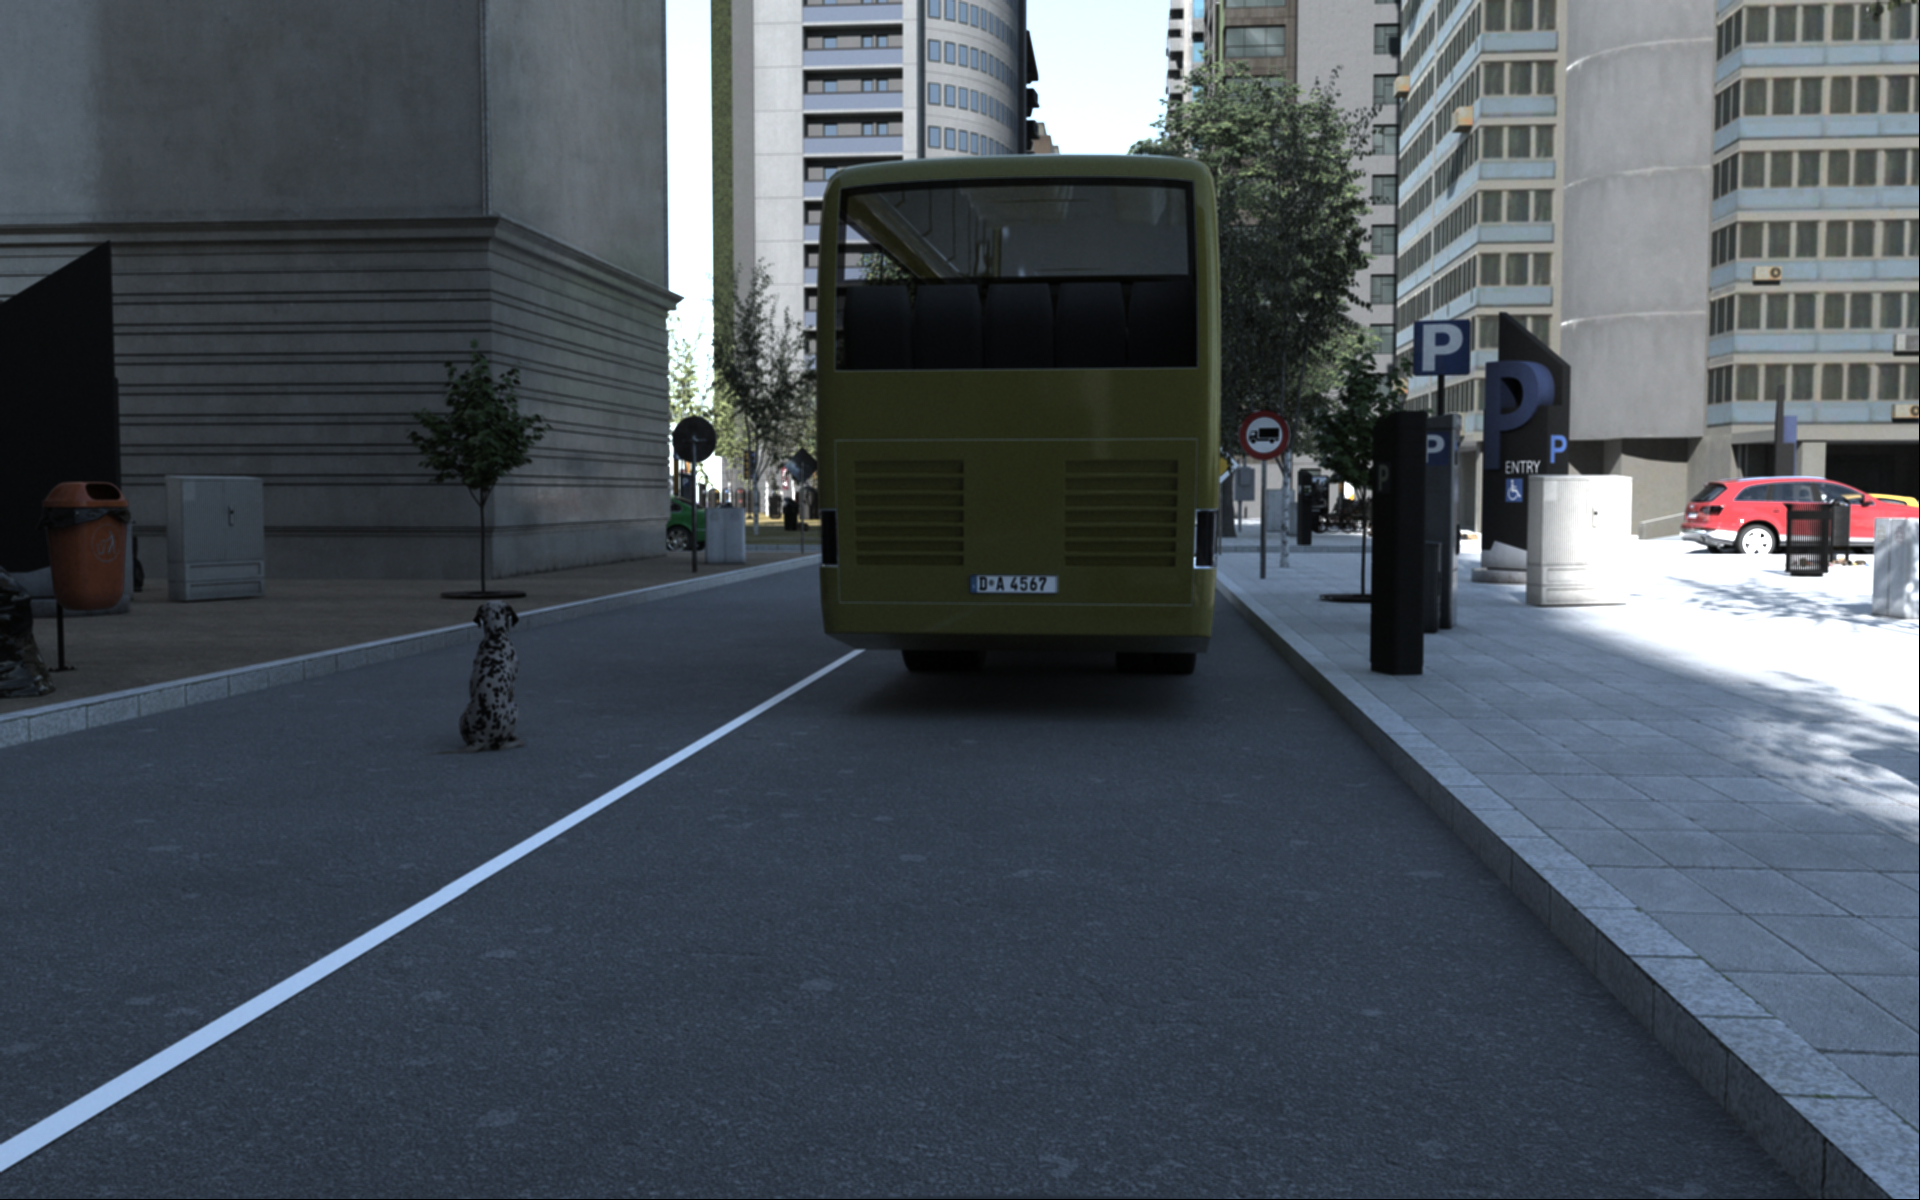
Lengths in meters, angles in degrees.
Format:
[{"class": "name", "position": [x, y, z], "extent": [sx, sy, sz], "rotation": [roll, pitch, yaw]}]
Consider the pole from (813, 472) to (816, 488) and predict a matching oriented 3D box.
[{"class": "pole", "position": [-9.097, -6.993, 108.179], "extent": [0.158, 3.312, 0.155], "rotation": [0, 3, 0]}]

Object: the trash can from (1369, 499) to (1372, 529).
[{"class": "trash can", "position": [13.353, -2.652, 55.015], "extent": [0.748, 1.137, 0.748], "rotation": [0, 3, 0]}]

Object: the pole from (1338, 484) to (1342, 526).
[{"class": "pole", "position": [15.221, -4.603, 69.094], "extent": [0.158, 3.312, 0.155], "rotation": [0, 3, 0]}]

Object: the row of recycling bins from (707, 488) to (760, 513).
[{"class": "row of recycling bins", "position": [-15.358, -6.743, 117.363], "extent": [3.534, 1.692, 1.069], "rotation": [-1, 4, -17]}]

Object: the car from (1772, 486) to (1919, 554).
[{"class": "car", "position": [20.351, -1.828, 40.108], "extent": [3.980, 1.641, 2.015], "rotation": [0, 4, 7]}]

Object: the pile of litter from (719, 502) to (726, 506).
[{"class": "pile of litter", "position": [-13.397, -5.126, 97.781], "extent": [1.719, 0.858, 1.176], "rotation": [0, 4, -3]}]

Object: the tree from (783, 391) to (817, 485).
[{"class": "tree", "position": [-10.089, -10.198, 117.107], "extent": [4.737, 8.622, 4.395], "rotation": [0, 3, 0]}]

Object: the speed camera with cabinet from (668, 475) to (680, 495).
[{"class": "speed camera with cabinet", "position": [-13.558, -5.443, 83.328], "extent": [2.038, 3.252, 0.660], "rotation": [3, 5, 43]}]

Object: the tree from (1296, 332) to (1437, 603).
[{"class": "tree", "position": [4.797, -1.609, 20.905], "extent": [1.663, 3.219, 1.824], "rotation": [0, 3, 0]}]

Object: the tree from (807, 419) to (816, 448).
[{"class": "tree", "position": [-1.292, -9.283, 68.790], "extent": [9.611, 12.733, 9.660], "rotation": [0, 3, 0]}]

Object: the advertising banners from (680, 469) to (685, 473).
[{"class": "advertising banners", "position": [-20.155, -7.668, 121.563], "extent": [2.074, 3.025, 0.090], "rotation": [0, 4, 3]}]

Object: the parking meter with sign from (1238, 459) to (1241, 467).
[{"class": "parking meter with sign", "position": [12.982, -5.471, 85.714], "extent": [1.738, 3.016, 0.543], "rotation": [1, 4, 16]}]

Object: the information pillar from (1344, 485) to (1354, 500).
[{"class": "information pillar", "position": [19.214, -5.761, 85.553], "extent": [0.504, 3.616, 0.183], "rotation": [3, 5, 39]}]

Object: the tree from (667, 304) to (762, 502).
[{"class": "tree", "position": [-10.258, -7.103, 66.490], "extent": [4.737, 8.622, 4.395], "rotation": [0, 3, 0]}]

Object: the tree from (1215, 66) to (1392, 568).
[{"class": "tree", "position": [5.588, -4.885, 30.232], "extent": [4.360, 8.622, 3.978], "rotation": [0, 3, 0]}]

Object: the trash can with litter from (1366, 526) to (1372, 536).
[{"class": "trash can with litter", "position": [12.912, -2.524, 52.648], "extent": [1.055, 1.170, 0.624], "rotation": [-2, 4, -26]}]

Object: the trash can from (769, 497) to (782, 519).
[{"class": "trash can", "position": [-9.547, -4.762, 89.512], "extent": [0.748, 1.137, 0.748], "rotation": [0, 3, 0]}]

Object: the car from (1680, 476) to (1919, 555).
[{"class": "car", "position": [18.671, -1.794, 38.002], "extent": [5.304, 1.827, 2.281], "rotation": [0, 4, 4]}]

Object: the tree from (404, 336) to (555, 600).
[{"class": "tree", "position": [-6.071, -1.644, 21.477], "extent": [1.663, 3.219, 1.824], "rotation": [0, 3, 0]}]

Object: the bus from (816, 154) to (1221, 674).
[{"class": "bus", "position": [1.067, -1.541, 16.734], "extent": [2.896, 3.916, 12.252], "rotation": [0, 4, 7]}]

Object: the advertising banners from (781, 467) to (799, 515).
[{"class": "advertising banners", "position": [-10.192, -6.801, 107.377], "extent": [2.074, 3.025, 0.090], "rotation": [2, 4, 24]}]

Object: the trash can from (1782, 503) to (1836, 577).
[{"class": "trash can", "position": [13.189, -0.935, 26.944], "extent": [0.748, 1.137, 0.748], "rotation": [0, 3, 0]}]

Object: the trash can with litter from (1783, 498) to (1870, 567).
[{"class": "trash can with litter", "position": [15.494, -1.228, 31.142], "extent": [2.233, 1.210, 1.678], "rotation": [-2, 4, -32]}]

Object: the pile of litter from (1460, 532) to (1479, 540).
[{"class": "pile of litter", "position": [14.016, -2.134, 48.849], "extent": [1.176, 0.858, 1.719], "rotation": [0, 4, 8]}]

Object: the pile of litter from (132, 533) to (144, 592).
[{"class": "pile of litter", "position": [-11.334, -0.542, 22.819], "extent": [1.176, 0.858, 1.719], "rotation": [0, 4, -7]}]

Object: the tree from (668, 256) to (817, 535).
[{"class": "tree", "position": [-6.191, -6.315, 53.609], "extent": [4.360, 8.622, 3.978], "rotation": [0, 3, 0]}]

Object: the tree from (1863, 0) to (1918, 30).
[{"class": "tree", "position": [7.831, -3.726, 11.286], "extent": [4.360, 8.622, 3.978], "rotation": [0, 3, 0]}]

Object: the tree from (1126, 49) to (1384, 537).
[{"class": "tree", "position": [7.994, -8.853, 51.403], "extent": [9.857, 13.997, 8.962], "rotation": [0, 3, 0]}]

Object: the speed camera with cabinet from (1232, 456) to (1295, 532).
[{"class": "speed camera with cabinet", "position": [10.301, -3.941, 58.777], "extent": [2.038, 3.252, 0.660], "rotation": [0, 4, -2]}]

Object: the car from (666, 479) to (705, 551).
[{"class": "car", "position": [-8.001, -2.047, 42.259], "extent": [4.718, 1.807, 1.959], "rotation": [0, 4, 5]}]

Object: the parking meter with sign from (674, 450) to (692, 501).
[{"class": "parking meter with sign", "position": [-9.616, -3.981, 61.344], "extent": [0.543, 3.016, 1.738], "rotation": [0, 4, 7]}]

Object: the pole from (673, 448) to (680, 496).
[{"class": "pole", "position": [-10.160, -4.171, 62.041], "extent": [0.158, 3.312, 0.155], "rotation": [0, 3, 0]}]

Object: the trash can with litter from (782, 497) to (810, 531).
[{"class": "trash can with litter", "position": [-5.692, -3.004, 60.497], "extent": [1.055, 1.170, 0.624], "rotation": [2, 4, 33]}]

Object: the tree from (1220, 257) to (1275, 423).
[{"class": "tree", "position": [9.081, -8.769, 69.135], "extent": [9.928, 11.665, 9.643], "rotation": [0, 3, 0]}]

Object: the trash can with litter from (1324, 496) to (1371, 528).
[{"class": "trash can with litter", "position": [15.347, -3.365, 66.073], "extent": [2.233, 1.210, 1.678], "rotation": [-3, 5, -41]}]

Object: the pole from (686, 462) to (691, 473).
[{"class": "pole", "position": [-11.265, -4.766, 71.763], "extent": [0.158, 3.312, 0.155], "rotation": [0, 3, 0]}]

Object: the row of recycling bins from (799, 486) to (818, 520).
[{"class": "row of recycling bins", "position": [-6.712, -4.948, 88.020], "extent": [1.069, 1.692, 3.534], "rotation": [3, 5, 43]}]
